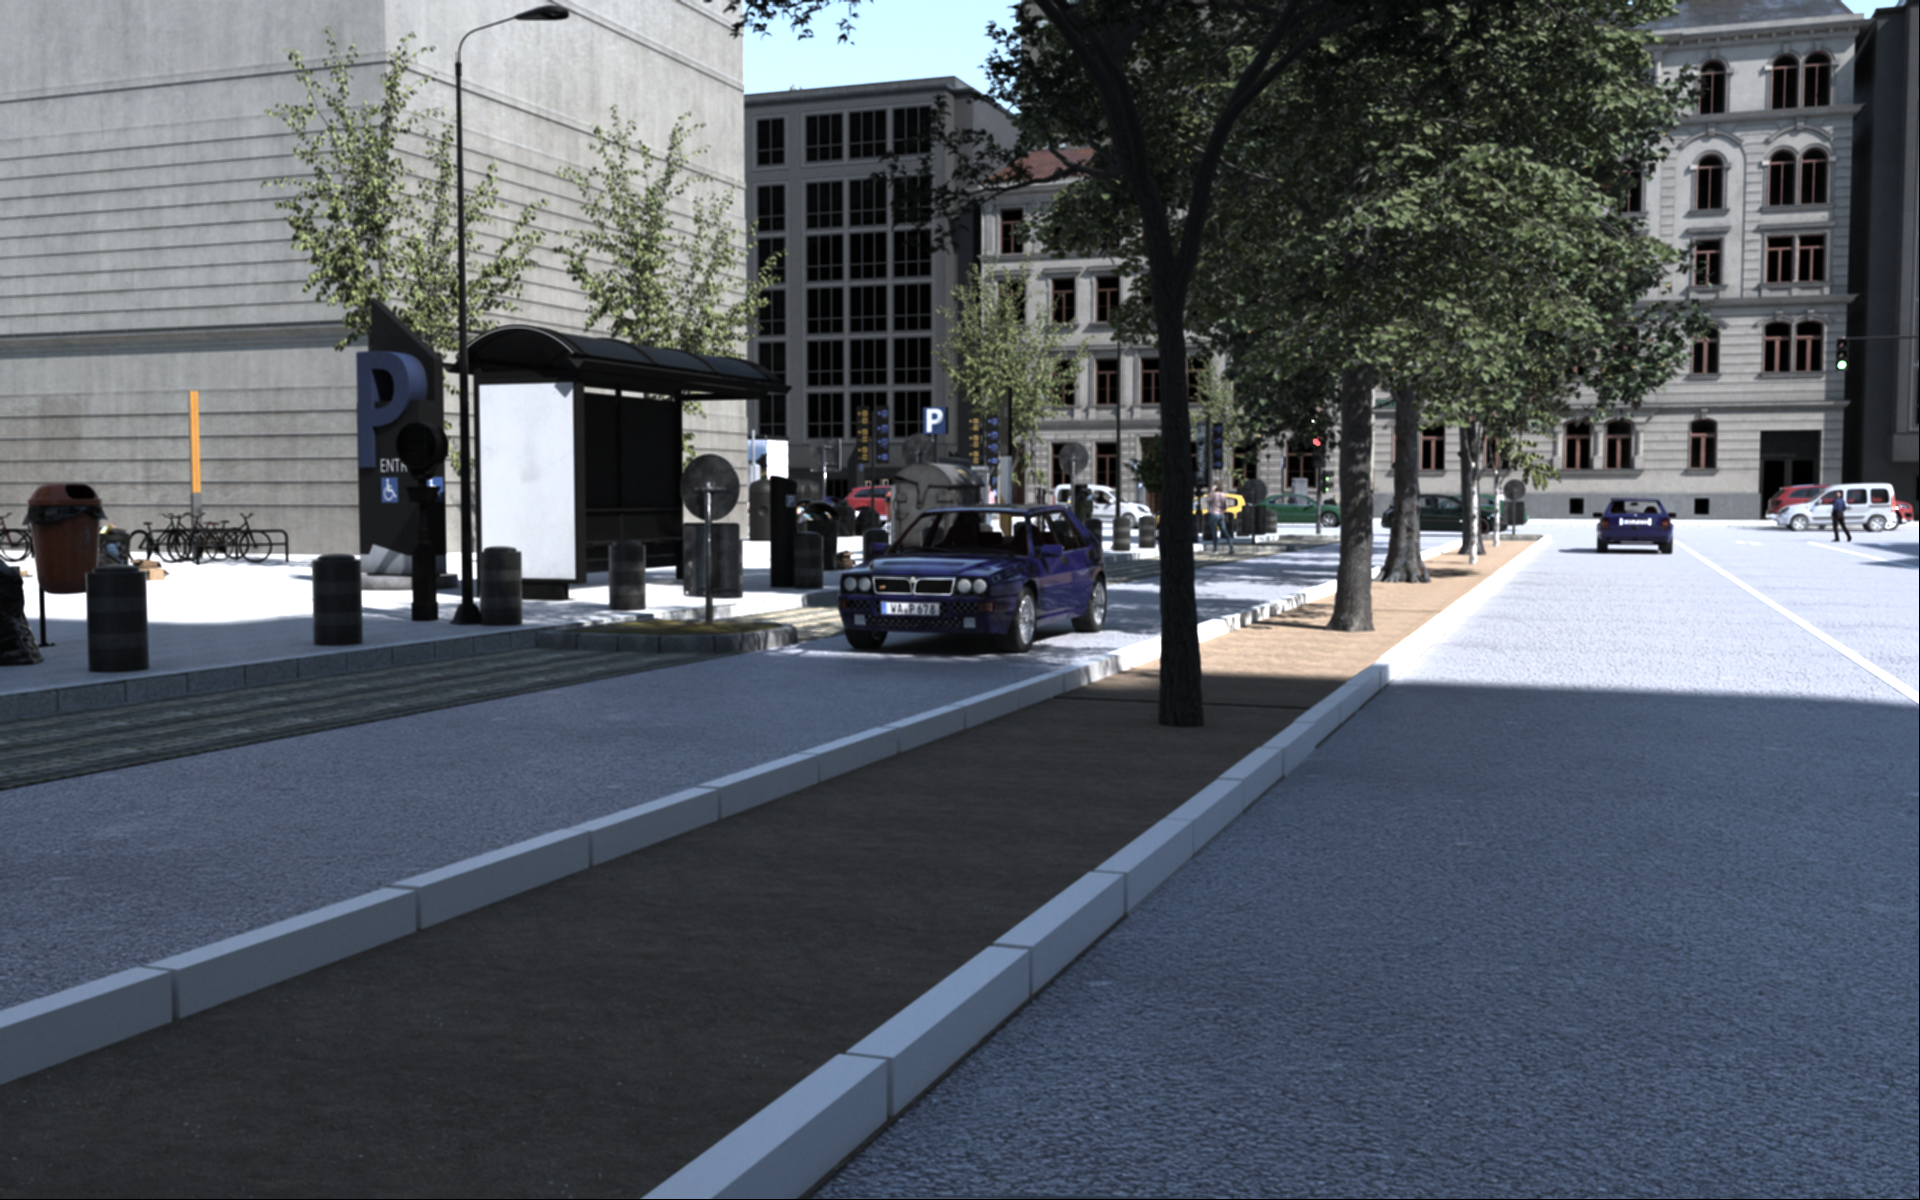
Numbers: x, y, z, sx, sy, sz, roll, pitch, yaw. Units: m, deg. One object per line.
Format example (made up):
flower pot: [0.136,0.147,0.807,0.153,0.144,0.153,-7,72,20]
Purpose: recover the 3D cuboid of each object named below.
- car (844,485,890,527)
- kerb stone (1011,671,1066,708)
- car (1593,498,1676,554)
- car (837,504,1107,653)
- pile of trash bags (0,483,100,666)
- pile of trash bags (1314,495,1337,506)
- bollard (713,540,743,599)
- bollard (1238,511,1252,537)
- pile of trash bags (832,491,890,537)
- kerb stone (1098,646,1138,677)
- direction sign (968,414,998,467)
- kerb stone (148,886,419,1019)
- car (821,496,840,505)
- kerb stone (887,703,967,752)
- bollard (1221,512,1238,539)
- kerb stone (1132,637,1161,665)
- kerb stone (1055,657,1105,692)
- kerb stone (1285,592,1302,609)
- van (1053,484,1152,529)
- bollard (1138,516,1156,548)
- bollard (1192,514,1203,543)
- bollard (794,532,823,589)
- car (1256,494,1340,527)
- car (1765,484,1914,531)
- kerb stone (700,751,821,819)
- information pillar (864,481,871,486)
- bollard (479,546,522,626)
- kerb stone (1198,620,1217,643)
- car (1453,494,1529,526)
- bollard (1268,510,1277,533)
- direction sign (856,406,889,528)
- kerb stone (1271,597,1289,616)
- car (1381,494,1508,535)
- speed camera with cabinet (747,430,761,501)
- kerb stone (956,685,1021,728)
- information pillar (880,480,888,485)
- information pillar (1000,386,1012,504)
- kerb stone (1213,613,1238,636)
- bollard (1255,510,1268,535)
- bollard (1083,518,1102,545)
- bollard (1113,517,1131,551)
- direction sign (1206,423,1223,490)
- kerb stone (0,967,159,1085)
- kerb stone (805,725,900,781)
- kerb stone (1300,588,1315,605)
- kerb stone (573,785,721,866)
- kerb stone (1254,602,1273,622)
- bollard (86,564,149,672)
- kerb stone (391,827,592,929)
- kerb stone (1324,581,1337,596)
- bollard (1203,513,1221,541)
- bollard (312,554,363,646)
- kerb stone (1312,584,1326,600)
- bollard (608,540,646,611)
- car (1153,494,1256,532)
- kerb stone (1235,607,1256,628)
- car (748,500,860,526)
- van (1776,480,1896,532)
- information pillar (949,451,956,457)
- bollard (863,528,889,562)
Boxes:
car: [-2.436,-3.974,73.650,5.304,1.827,2.281,1,4,20]
kerb stone: [0.509,0.628,11.946,0.120,0.150,1.000,1,4,20]
car: [16.755,-1.863,43.040,1.945,1.354,3.894,1,4,20]
car: [0.214,-0.270,17.003,1.945,1.354,3.894,1,4,20]
pile of trash bags: [-7.859,-0.207,13.142,1.912,1.369,3.447,1,4,15]
pile of trash bags: [22.865,-6.235,111.698,1.912,1.369,3.447,-3,5,-42]
bollard: [-2.889,-0.411,21.433,0.404,0.777,0.398,0,3,0]
bollard: [8.530,-2.294,52.220,0.404,0.777,0.398,0,3,0]
pile of trash bags: [-3.085,-2.656,53.183,3.447,1.369,1.912,-3,5,-44]
kerb stone: [1.225,0.509,13.878,0.120,0.150,1.000,1,4,20]
direction sign: [0.656,-3.503,49.278,0.876,3.537,0.379,0,4,-7]
kerb stone: [-1.998,1.046,5.182,0.120,0.150,1.000,1,4,20]
car: [-6.888,-3.974,77.556,3.894,1.354,1.945,1,4,18]
kerb stone: [-0.205,0.746,10.024,0.120,0.150,1.000,1,4,20]
bollard: [7.712,-2.158,50.007,0.404,0.777,0.398,0,3,0]
kerb stone: [1.580,0.451,14.843,0.120,0.150,1.000,1,4,20]
kerb stone: [0.872,0.568,12.907,0.120,0.150,1.000,1,4,20]
kerb stone: [4.091,0.038,21.596,0.120,0.150,1.000,1,4,20]
van: [5.906,-3.964,71.827,4.112,2.044,2.013,1,4,20]
bollard: [4.451,-1.621,41.218,0.404,0.777,0.398,0,3,0]
bollard: [6.079,-1.889,45.608,0.404,0.777,0.398,0,3,0]
bollard: [-2.068,-0.546,23.637,0.404,0.777,0.398,0,3,0]
car: [14.796,-3.908,75.690,4.920,1.459,2.131,1,4,20]
car: [35.164,-3.708,69.305,5.304,1.827,2.281,1,4,19]
kerb stone: [-0.927,0.864,8.074,0.120,0.150,1.000,1,4,20]
information pillar: [-5.219,-5.691,97.540,0.304,2.012,0.304,-2,4,-27]
bollard: [-4.516,-0.142,17.032,0.404,0.777,0.398,0,3,0]
kerb stone: [2.303,0.332,16.779,0.120,0.150,1.000,1,4,20]
car: [19.895,-3.465,68.453,4.920,1.459,2.131,1,4,19]
bollard: [10.164,-2.564,56.630,0.404,0.777,0.398,0,3,0]
direction sign: [-2.243,-3.211,44.494,0.876,3.537,0.379,1,4,17]
kerb stone: [3.740,0.101,20.633,0.120,0.150,1.000,1,4,20]
car: [16.626,-3.039,59.469,4.222,1.686,2.009,1,4,19]
speed camera with cabinet: [-6.330,-3.659,54.155,0.660,3.252,2.038,1,4,19]
kerb stone: [0.156,0.686,10.983,0.120,0.150,1.000,1,4,20]
information pillar: [-3.838,-5.084,87.618,0.304,2.012,0.304,-3,5,-42]
information pillar: [1.010,-2.850,37.958,0.183,3.616,0.504,-1,4,-23]
kerb stone: [2.659,0.272,17.746,0.120,0.150,1.000,1,4,20]
bollard: [9.349,-2.429,54.431,0.404,0.777,0.398,0,3,0]
bollard: [2.824,-1.352,36.828,0.404,0.777,0.398,0,3,0]
bollard: [3.640,-1.487,39.022,0.404,0.777,0.398,0,3,0]
direction sign: [7.981,-3.869,55.263,0.876,3.537,0.379,3,5,40]
kerb stone: [-2.354,1.102,4.221,0.120,0.150,1.000,1,4,20]
kerb stone: [-0.574,0.805,9.045,0.120,0.150,1.000,1,4,20]
kerb stone: [4.446,-0.022,22.561,0.120,0.150,1.000,1,4,20]
kerb stone: [-1.285,0.927,7.109,0.120,0.150,1.000,1,4,20]
kerb stone: [3.373,0.157,19.667,0.120,0.150,1.000,1,4,20]
bollard: [-6.144,0.128,12.631,0.404,0.777,0.398,0,3,0]
kerb stone: [-1.643,0.982,6.148,0.120,0.150,1.000,1,4,20]
kerb stone: [5.162,-0.136,24.489,0.120,0.150,1.000,1,4,20]
bollard: [6.895,-2.024,47.812,0.404,0.777,0.398,0,3,0]
bollard: [-5.331,-0.007,14.828,0.404,0.777,0.398,0,3,0]
kerb stone: [4.799,-0.082,23.530,0.120,0.150,1.000,1,4,20]
bollard: [-3.697,-0.276,19.236,0.404,0.777,0.398,0,3,0]
car: [8.616,-3.083,60.634,3.980,1.641,2.015,1,4,22]
kerb stone: [3.019,0.213,18.705,0.120,0.150,1.000,1,4,20]
car: [-5.803,-3.255,65.576,4.827,1.381,2.083,1,4,21]
van: [33.540,-3.630,66.366,4.112,2.044,2.013,1,4,21]
information pillar: [-0.378,-6.215,92.966,0.504,3.616,0.183,0,4,-1]
bollard: [-1.253,-0.680,25.837,0.404,0.777,0.398,0,3,0]
